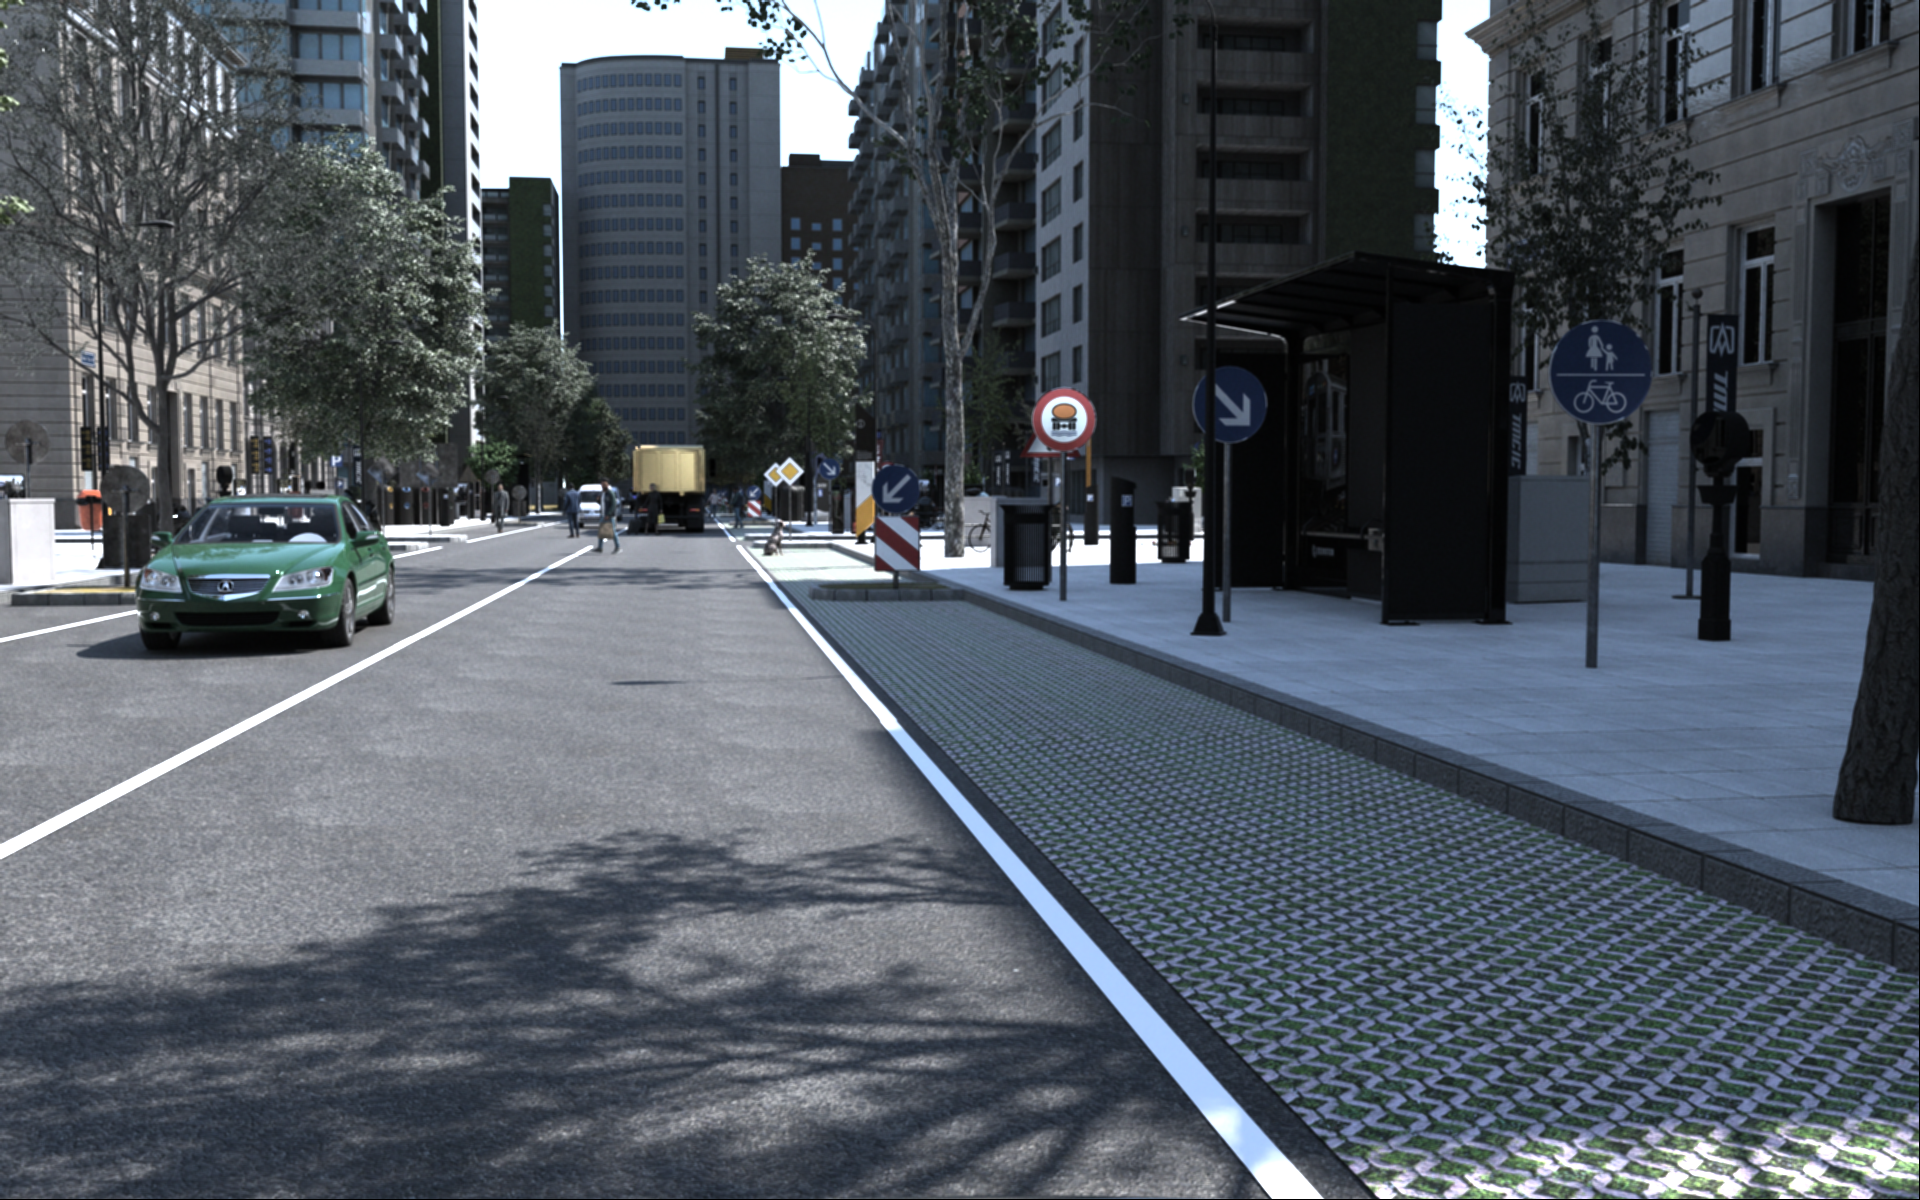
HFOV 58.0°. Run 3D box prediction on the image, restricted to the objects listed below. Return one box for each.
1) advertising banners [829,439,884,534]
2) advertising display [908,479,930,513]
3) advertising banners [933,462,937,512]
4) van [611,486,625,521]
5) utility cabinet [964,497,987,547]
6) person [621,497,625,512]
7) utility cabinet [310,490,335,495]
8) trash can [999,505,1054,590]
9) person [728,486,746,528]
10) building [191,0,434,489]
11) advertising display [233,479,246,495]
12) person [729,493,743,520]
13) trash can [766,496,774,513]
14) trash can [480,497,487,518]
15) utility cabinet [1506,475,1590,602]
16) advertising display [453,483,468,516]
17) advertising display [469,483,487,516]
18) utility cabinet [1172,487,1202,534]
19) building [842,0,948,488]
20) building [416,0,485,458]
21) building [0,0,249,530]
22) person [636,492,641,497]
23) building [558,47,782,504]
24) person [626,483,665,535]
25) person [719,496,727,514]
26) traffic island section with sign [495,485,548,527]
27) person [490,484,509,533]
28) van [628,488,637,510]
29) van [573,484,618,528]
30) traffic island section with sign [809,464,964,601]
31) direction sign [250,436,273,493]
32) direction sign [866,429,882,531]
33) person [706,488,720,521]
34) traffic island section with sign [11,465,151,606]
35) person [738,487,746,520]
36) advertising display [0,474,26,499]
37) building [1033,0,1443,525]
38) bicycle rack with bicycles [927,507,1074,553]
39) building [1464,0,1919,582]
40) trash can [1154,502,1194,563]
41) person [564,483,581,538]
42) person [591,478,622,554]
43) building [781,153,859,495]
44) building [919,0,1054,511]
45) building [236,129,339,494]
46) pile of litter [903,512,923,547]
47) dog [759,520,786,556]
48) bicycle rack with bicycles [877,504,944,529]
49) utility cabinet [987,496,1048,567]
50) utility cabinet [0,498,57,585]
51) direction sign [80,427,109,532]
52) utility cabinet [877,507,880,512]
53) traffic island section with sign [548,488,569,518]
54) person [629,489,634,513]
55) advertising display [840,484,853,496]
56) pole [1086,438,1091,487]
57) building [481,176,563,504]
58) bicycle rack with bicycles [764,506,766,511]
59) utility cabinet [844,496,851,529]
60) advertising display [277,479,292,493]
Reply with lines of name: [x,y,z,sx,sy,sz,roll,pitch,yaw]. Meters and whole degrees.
advertising banners: [-3.304,-3.620,55.373,2.074,3.025,0.090,2,4,29]
advertising display: [-1.742,-4.142,72.930,0.974,1.923,0.123,-1,4,-10]
advertising banners: [-1.483,-6.164,96.966,0.090,3.025,2.074,-1,4,-10]
van: [-18.969,-5.245,92.767,2.013,2.044,4.112,-1,4,-10]
utility cabinet: [0.253,-1.888,42.033,1.020,1.237,0.306,-1,4,-9]
person: [-27.766,-7.946,141.643,0.697,1.427,0.421,2,4,26]
utility cabinet: [-31.507,-4.711,85.709,1.173,1.500,0.318,-2,4,-28]
trash can: [0.891,-0.708,23.231,0.748,1.137,0.748,0,3,0]
person: [-9.263,-3.858,71.919,0.721,1.781,0.623,0,4,-5]
building: [-54.828,-31.694,137.803,23.786,49.044,30.456,-1,4,-9]
advertising display: [-31.020,-4.246,74.629,0.123,1.923,0.974,0,4,2]
person: [-12.253,-5.228,94.465,0.782,1.767,0.515,2,4,29]
trash can: [-12.516,-6.294,114.554,0.748,1.137,0.748,0,3,0]
trash can: [-24.921,-4.786,89.909,0.748,1.137,0.748,0,3,0]
utility cabinet: [6.970,-0.725,20.535,1.173,1.500,0.318,-2,4,-25]
advertising display: [-28.773,-5.801,100.063,0.974,1.923,0.123,-1,4,-19]
advertising display: [-27.620,-5.772,99.579,0.974,1.923,0.123,1,4,20]
utility cabinet: [7.298,-2.874,55.663,0.318,1.500,1.173,3,5,45]
building: [0.109,-34.343,181.108,23.786,49.044,30.456,-1,4,-9]
building: [-63.609,-38.785,176.141,28.212,58.520,21.231,-1,4,-9]
building: [-39.035,-16.815,72.194,12.463,27.353,25.104,-1,4,-9]
person: [-16.463,-4.941,89.469,0.473,1.802,0.592,2,4,27]
building: [-38.327,-42.122,230.696,28.212,58.520,21.231,-1,4,-9]
person: [-10.979,-3.177,60.666,1.509,1.804,0.699,3,5,44]
person: [-17.157,-6.884,125.301,0.590,1.304,0.306,2,4,29]
traffic island section with sign: [-19.596,-4.192,77.171,1.989,1.847,2.006,-1,4,-9]
person: [-17.132,-3.414,64.418,0.694,1.812,0.767,0,4,4]
van: [-28.251,-9.129,153.638,2.240,2.365,5.245,-1,4,-9]
van: [-15.589,-4.094,73.946,2.013,2.044,4.112,-1,4,-8]
traffic island section with sign: [-1.072,-0.936,23.928,1.989,1.847,2.006,-1,4,-9]
direction sign: [-27.240,-4.623,67.588,0.379,3.537,0.876,3,5,39]
direction sign: [-3.158,-4.171,60.195,0.876,3.537,0.379,0,4,-8]
person: [-13.007,-4.983,90.651,0.731,1.740,0.598,-3,5,-42]
traffic island section with sign: [-11.293,-0.891,23.189,1.989,1.847,2.006,-1,4,-9]
person: [-12.210,-5.361,96.178,0.660,1.820,0.620,3,4,38]
advertising display: [-30.145,-3.042,54.948,0.123,1.923,0.974,2,4,30]
building: [11.377,-18.563,75.200,14.107,30.474,14.160,-1,4,-9]
bicycle rack with bicycles: [1.363,-1.489,37.729,2.925,0.926,2.852,-3,5,-39]
building: [18.623,-13.973,25.719,12.463,27.353,25.104,-1,4,-9]
trash can: [3.992,-1.265,32.334,0.748,1.137,0.748,0,3,0]
person: [-12.727,-2.952,56.955,0.419,1.800,0.721,3,4,37]
person: [-8.420,-2.009,41.333,0.713,1.824,0.794,-2,4,-29]
building: [-16.894,-35.543,231.241,14.200,45.320,14.600,-1,4,-9]
building: [9.660,-28.303,117.376,22.147,44.769,28.867,-1,4,-9]
building: [-43.398,-15.579,96.513,13.314,21.916,24.055,-1,4,-9]
pile of litter: [-1.485,-1.739,42.403,1.176,0.858,1.719,0,4,-2]
dog: [-4.437,-1.429,40.202,0.800,0.831,0.513,-1,4,-8]
bicycle rack with bicycles: [-1.173,-3.025,62.846,2.925,0.926,2.852,1,4,16]
utility cabinet: [1.044,-1.190,30.616,1.020,1.237,0.306,-2,4,-24]
utility cabinet: [-13.512,-0.847,25.008,0.306,1.237,1.020,0,4,7]
direction sign: [-29.162,-4.064,58.436,0.876,3.537,0.379,0,4,-6]
utility cabinet: [-5.739,-6.901,121.505,1.173,1.500,0.318,-2,4,-33]
traffic island section with sign: [-23.695,-5.822,103.814,1.989,1.847,2.006,-1,4,-9]
person: [-25.014,-7.546,131.868,0.705,1.826,1.348,-1,4,-12]
advertising display: [-7.130,-6.364,109.262,0.974,1.923,0.123,-3,5,-43]
pole: [4.112,-3.769,55.471,0.158,3.312,0.155,0,3,0]
building: [-59.257,-33.104,224.837,14.086,41.232,14.154,-1,4,-9]
bicycle rack with bicycles: [-13.020,-7.012,128.027,2.925,0.926,2.852,-1,4,-12]
utility cabinet: [-3.866,-3.172,63.019,1.020,1.237,0.306,1,4,20]
advertising display: [-28.238,-4.129,72.730,0.123,1.923,0.974,2,4,24]
